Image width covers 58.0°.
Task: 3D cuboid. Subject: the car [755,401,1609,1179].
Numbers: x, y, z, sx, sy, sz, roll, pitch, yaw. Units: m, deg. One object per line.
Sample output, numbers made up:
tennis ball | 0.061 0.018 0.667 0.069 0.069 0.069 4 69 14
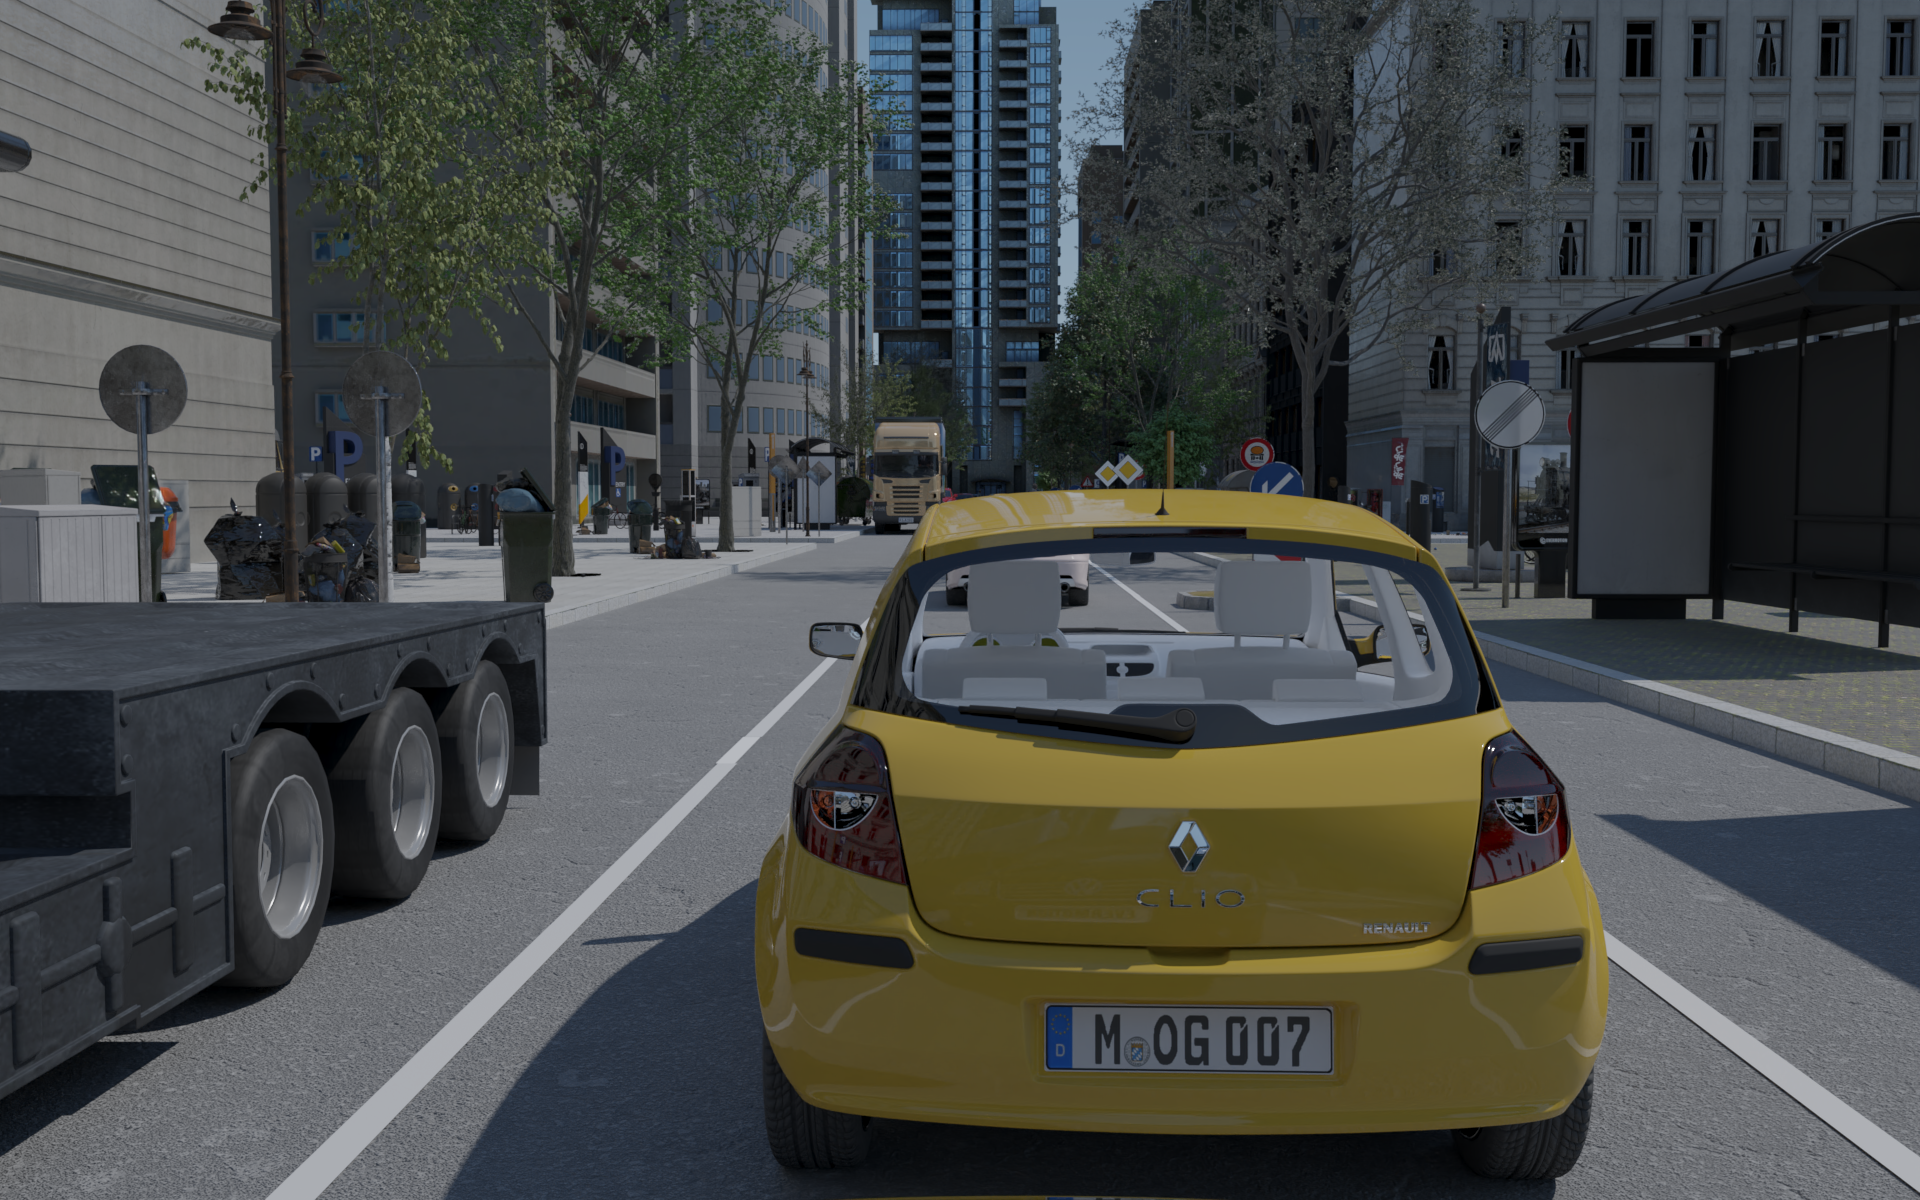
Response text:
car | 0.491 0.315 5.078 2.015 1.641 3.980 0 4 2

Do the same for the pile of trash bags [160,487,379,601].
pile of trash bags | -8.891 -0.736 21.788 3.447 1.369 1.912 1 4 11

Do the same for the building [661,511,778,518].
building | -18.829 -34.555 106.979 21.231 58.520 28.212 0 4 1

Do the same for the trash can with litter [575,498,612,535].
trash can with litter | -11.536 -2.641 54.562 1.055 1.170 0.624 -2 4 -32

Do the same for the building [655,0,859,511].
building | -21.372 -38.154 165.809 21.231 58.520 28.212 0 4 1

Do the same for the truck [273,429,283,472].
truck | -23.134 -3.200 48.240 9.791 3.379 3.469 0 4 0

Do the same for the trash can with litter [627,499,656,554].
trash can with litter | -6.772 -1.582 37.258 0.624 1.170 1.055 -2 4 -27

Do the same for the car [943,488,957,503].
car | -1.275 -5.836 104.094 2.281 1.827 5.304 0 4 2

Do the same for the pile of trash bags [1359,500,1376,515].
pile of trash bags | 27.981 -6.891 122.414 3.447 1.369 1.912 2 4 25

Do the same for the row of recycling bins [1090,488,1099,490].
row of recycling bins | 9.470 -6.605 115.100 1.069 1.692 3.534 2 4 27

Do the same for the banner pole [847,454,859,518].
banner pole | -5.792 -6.391 94.516 0.863 3.779 0.401 -1 4 -12

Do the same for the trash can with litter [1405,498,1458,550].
trash can with litter | 10.189 -1.772 40.022 1.678 1.210 2.233 3 4 39

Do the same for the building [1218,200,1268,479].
building | 20.753 -14.283 98.159 10.561 19.102 19.286 0 4 1

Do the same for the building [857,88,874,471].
building | -16.966 -32.860 187.378 14.200 45.320 14.600 0 4 1

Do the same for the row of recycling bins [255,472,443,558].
row of recycling bins | -11.859 -1.612 33.472 1.069 1.692 3.534 2 4 35

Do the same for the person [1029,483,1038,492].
person | 2.779 -3.469 65.316 0.850 1.850 0.679 -1 4 -19

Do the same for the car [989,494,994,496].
car | 3.459 -9.787 170.240 2.015 1.641 3.980 0 4 1

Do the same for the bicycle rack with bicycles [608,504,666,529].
bicycle rack with bicycles | -11.789 -3.117 64.352 2.925 0.926 2.852 3 4 37

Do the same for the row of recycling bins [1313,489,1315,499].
row of recycling bins | 11.448 -3.440 63.362 3.534 1.692 1.069 -2 4 -23

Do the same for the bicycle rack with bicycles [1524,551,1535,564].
bicycle rack with bicycles | 10.992 -1.142 32.048 2.925 0.926 2.852 1 4 16

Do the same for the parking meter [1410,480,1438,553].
parking meter | 8.294 -1.393 31.184 0.372 1.533 0.369 0 3 0

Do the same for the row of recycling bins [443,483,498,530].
row of recycling bins | -17.203 -3.420 63.032 3.534 1.692 1.069 -1 4 -11

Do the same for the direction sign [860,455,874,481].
direction sign | -5.440 -6.707 101.657 0.876 3.537 0.379 1 4 19

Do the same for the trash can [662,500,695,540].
trash can | -6.573 -1.763 40.480 0.748 1.137 0.748 0 3 0

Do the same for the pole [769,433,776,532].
pole | -6.307 -3.936 58.201 0.158 3.312 0.155 0 3 0

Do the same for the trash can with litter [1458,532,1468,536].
trash can with litter | 15.860 -2.617 53.843 2.233 1.210 1.678 1 4 14

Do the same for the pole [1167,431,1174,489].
pole | 6.784 -3.794 55.875 0.158 3.312 0.155 0 3 0

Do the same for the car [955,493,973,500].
car | 0.346 -8.035 140.405 2.155 1.783 4.494 0 4 0

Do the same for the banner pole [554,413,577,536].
banner pole | -12.146 -3.864 53.195 0.401 3.779 0.863 2 4 33

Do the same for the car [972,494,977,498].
car | 1.293 -10.518 183.978 2.014 1.417 4.499 0 4 1

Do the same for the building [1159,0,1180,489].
building | 26.720 -43.265 145.636 20.563 71.187 20.611 0 4 1

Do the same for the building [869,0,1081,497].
building | 0.148 -56.007 228.390 31.000 86.520 22.319 0 4 1

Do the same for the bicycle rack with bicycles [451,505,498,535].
bicycle rack with bicycles | -15.302 -2.590 55.722 2.852 0.926 2.925 1 4 14

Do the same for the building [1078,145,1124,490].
building | 22.655 -35.170 225.141 14.200 45.320 14.600 0 4 1

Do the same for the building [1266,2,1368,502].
building | 21.671 -15.339 80.478 12.332 23.373 15.834 0 4 1

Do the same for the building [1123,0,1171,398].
building | 27.215 -33.286 167.924 21.300 48.544 21.600 0 4 1

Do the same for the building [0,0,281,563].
building | -35.714 -15.358 27.521 44.131 29.872 17.030 0 4 1

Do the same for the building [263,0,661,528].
building | -25.787 -27.577 74.581 21.300 48.544 21.600 0 4 1

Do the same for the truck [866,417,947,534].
truck | -1.850 -4.662 65.142 2.839 4.237 11.283 0 4 0

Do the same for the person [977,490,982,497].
person | 1.799 -8.969 155.231 0.705 1.814 1.350 2 4 24

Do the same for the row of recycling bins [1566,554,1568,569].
row of recycling bins | 11.303 -1.311 28.547 1.069 1.692 3.534 -1 4 -23

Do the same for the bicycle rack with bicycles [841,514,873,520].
bicycle rack with bicycles | -5.174 -4.296 83.622 2.925 0.926 2.852 0 4 -6

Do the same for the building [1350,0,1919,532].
building | 24.008 -13.074 62.917 18.267 20.994 9.793 0 4 1

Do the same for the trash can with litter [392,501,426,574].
trash can with litter | -9.020 -1.040 28.396 0.624 1.170 1.055 -2 4 -24

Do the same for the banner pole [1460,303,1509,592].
banner pole | 6.901 -1.995 22.632 0.401 3.779 0.863 -1 4 -15

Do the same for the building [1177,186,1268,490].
building | 20.223 -16.411 117.479 9.793 20.994 18.267 0 4 1
